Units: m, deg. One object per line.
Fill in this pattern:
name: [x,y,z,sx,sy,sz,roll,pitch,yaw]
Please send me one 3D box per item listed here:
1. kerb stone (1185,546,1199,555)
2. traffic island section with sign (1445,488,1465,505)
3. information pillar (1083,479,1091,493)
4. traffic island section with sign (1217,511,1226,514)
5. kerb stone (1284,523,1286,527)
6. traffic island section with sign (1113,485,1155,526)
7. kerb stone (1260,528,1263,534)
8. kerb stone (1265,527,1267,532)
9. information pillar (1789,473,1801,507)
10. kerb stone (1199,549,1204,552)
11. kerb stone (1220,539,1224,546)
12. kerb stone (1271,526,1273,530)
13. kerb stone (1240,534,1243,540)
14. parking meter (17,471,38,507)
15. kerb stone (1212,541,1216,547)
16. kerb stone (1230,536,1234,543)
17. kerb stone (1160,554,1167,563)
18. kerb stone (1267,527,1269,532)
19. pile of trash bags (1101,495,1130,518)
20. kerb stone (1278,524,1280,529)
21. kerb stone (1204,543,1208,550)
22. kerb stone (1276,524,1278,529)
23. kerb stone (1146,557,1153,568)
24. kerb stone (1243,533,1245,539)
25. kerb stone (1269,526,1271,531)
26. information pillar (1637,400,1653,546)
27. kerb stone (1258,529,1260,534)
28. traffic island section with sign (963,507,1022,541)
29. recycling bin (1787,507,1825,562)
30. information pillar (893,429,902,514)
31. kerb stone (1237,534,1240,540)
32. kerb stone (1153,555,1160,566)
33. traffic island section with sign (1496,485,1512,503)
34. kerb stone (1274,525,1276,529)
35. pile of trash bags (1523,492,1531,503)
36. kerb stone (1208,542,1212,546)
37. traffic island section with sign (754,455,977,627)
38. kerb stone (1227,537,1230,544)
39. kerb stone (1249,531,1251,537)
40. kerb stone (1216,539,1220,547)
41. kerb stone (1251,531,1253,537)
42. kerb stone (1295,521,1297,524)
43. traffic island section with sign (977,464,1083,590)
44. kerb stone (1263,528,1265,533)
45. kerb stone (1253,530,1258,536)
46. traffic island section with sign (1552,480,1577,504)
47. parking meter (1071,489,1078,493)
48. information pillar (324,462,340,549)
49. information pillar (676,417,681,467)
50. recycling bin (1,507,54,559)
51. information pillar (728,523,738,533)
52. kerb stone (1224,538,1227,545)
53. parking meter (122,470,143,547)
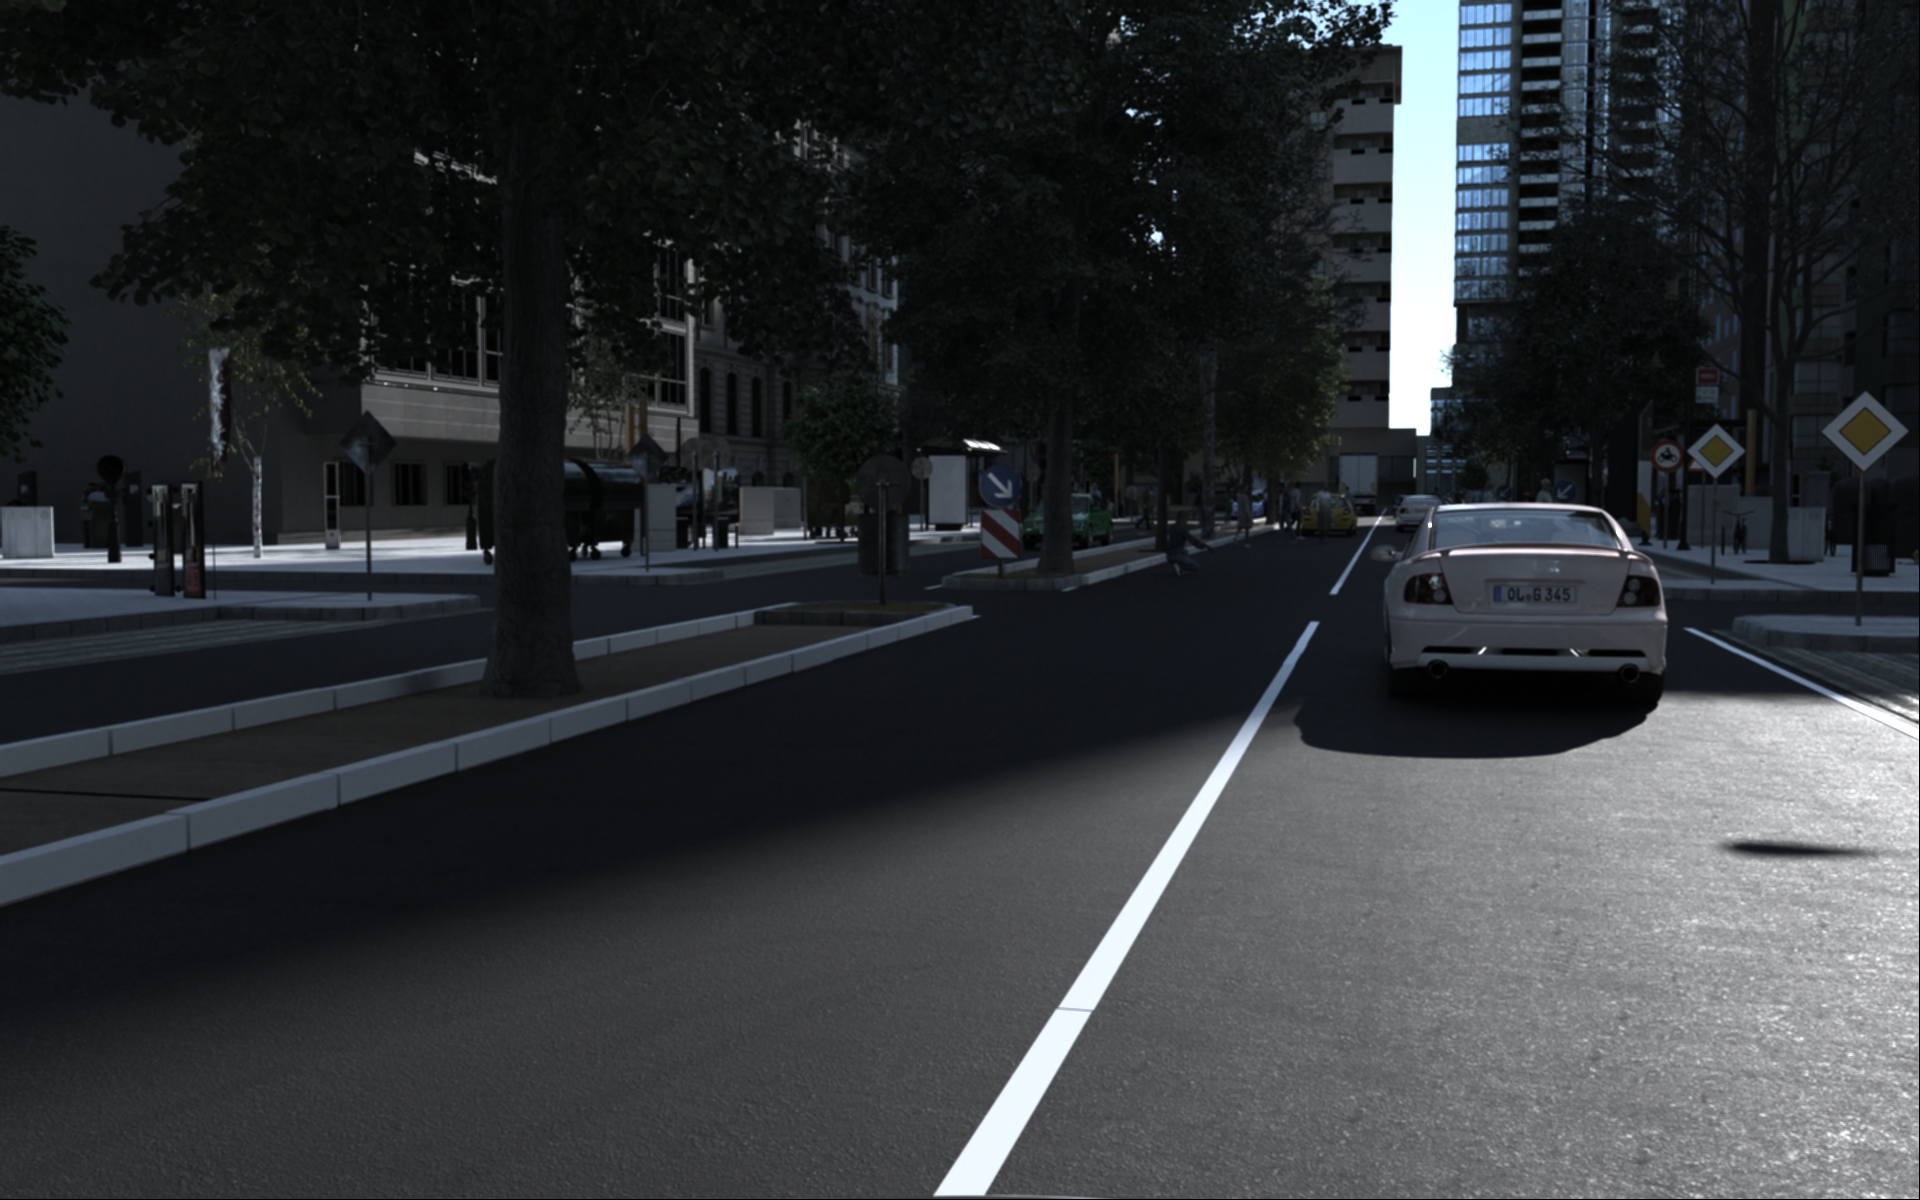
kerb stone: [5.592,-1.197,41.771,0.120,0.150,1.000,1,4,14]
traffic island section with sign: [35.667,-7.050,123.901,1.989,1.847,2.006,1,4,14]
information pillar: [6.330,-5.009,86.387,0.304,2.012,0.304,-1,4,-10]
traffic island section with sign: [19.941,-7.254,127.226,1.989,1.847,2.006,1,4,14]
kerb stone: [13.839,-3.205,74.604,0.120,0.150,1.000,1,4,14]
traffic island section with sign: [7.839,-4.307,79.051,1.989,1.847,2.006,1,4,14]
kerb stone: [10.587,-2.414,61.659,0.120,0.150,1.000,1,4,14]
kerb stone: [11.085,-2.535,63.642,0.120,0.150,1.000,1,4,14]
information pillar: [29.212,-3.432,60.601,0.304,2.012,0.304,1,4,15]
kerb stone: [5.840,-1.258,42.763,0.120,0.150,1.000,1,4,14]
kerb stone: [7.095,-1.562,47.737,0.120,0.150,1.000,1,4,14]
kerb stone: [11.836,-2.718,66.633,0.120,0.150,1.000,1,4,14]
kerb stone: [8.586,-1.925,53.701,0.120,0.150,1.000,1,4,14]
parking meter: [-23.371,-2.307,43.427,0.399,1.863,0.255,1,4,11]
kerb stone: [6.596,-1.440,45.747,0.120,0.150,1.000,1,4,14]
kerb stone: [7.841,-1.744,50.715,0.120,0.150,1.000,1,4,14]
kerb stone: [4.092,-0.830,35.803,0.120,0.150,1.000,1,4,14]
kerb stone: [11.331,-2.595,64.634,0.120,0.150,1.000,1,4,14]
pile of trash bags: [8.302,-5.210,94.931,3.447,1.369,1.912,-3,5,-42]
kerb stone: [12.835,-2.960,70.626,0.120,0.150,1.000,1,4,14]
kerb stone: [6.087,-1.319,43.755,0.120,0.150,1.000,1,4,14]
kerb stone: [12.588,-2.899,69.634,0.120,0.150,1.000,1,4,14]
kerb stone: [3.588,-0.710,33.815,0.120,0.150,1.000,1,4,14]
kerb stone: [8.843,-1.987,54.690,0.120,0.150,1.000,1,4,14]
kerb stone: [11.588,-2.653,65.632,0.120,0.150,1.000,1,4,14]
information pillar: [17.053,-3.166,43.112,0.504,3.616,0.183,-3,4,-36]
kerb stone: [10.339,-2.349,60.667,0.120,0.150,1.000,1,4,14]
traffic island section with sign: [1.276,-2.708,52.904,1.989,1.847,2.006,1,4,14]
recycling bin: [16.129,-1.258,33.124,0.722,1.027,0.722,2,4,26]
information pillar: [-2.239,-4.335,62.227,0.183,3.616,0.504,3,4,38]
kerb stone: [8.337,-1.864,52.709,0.120,0.150,1.000,1,4,14]
kerb stone: [3.847,-0.770,34.809,0.120,0.150,1.000,1,4,14]
traffic island section with sign: [23.288,-4.036,74.624,1.989,1.847,2.006,1,4,14]
kerb stone: [12.346,-2.839,68.632,0.120,0.150,1.000,1,4,14]
pile of trash bags: [29.905,-4.837,88.830,1.912,1.369,3.447,-1,4,-14]
kerb stone: [6.343,-1.380,44.754,0.120,0.150,1.000,1,4,14]
traffic island section with sign: [-1.047,-0.700,19.578,2.006,1.907,1.989,1,4,14]
kerb stone: [7.586,-1.680,49.723,0.120,0.150,1.000,1,4,14]
kerb stone: [9.345,-2.109,56.674,0.120,0.150,1.000,1,4,14]
kerb stone: [6.839,-1.501,46.741,0.120,0.150,1.000,1,4,14]
kerb stone: [9.586,-2.166,57.667,0.120,0.150,1.000,1,4,14]
kerb stone: [17.086,-3.990,87.536,0.120,0.150,1.000,1,4,14]
traffic island section with sign: [0.768,-1.139,26.760,2.006,1.907,1.989,1,4,14]
kerb stone: [10.839,-2.474,62.649,0.120,0.150,1.000,1,4,14]
kerb stone: [10.090,-2.291,59.658,0.120,0.150,1.000,1,4,14]
traffic island section with sign: [16.728,-2.437,48.476,1.989,1.847,2.006,1,4,14]
parking meter: [5.518,-4.575,83.212,0.372,1.533,0.369,0,3,0]
information pillar: [-14.590,-2.187,40.244,0.304,2.012,0.304,-1,4,-14]
information pillar: [-8.588,-3.760,52.826,0.183,3.616,0.504,-1,4,-17]
recycling bin: [-18.632,-1.349,34.609,0.722,1.027,0.722,3,4,38]
information pillar: [-7.510,-3.231,57.317,0.304,2.012,0.304,1,4,8]
kerb stone: [7.343,-1.623,48.730,0.120,0.150,1.000,1,4,14]
parking meter: [-20.078,-2.220,42.011,0.399,1.863,0.255,-3,5,-40]
